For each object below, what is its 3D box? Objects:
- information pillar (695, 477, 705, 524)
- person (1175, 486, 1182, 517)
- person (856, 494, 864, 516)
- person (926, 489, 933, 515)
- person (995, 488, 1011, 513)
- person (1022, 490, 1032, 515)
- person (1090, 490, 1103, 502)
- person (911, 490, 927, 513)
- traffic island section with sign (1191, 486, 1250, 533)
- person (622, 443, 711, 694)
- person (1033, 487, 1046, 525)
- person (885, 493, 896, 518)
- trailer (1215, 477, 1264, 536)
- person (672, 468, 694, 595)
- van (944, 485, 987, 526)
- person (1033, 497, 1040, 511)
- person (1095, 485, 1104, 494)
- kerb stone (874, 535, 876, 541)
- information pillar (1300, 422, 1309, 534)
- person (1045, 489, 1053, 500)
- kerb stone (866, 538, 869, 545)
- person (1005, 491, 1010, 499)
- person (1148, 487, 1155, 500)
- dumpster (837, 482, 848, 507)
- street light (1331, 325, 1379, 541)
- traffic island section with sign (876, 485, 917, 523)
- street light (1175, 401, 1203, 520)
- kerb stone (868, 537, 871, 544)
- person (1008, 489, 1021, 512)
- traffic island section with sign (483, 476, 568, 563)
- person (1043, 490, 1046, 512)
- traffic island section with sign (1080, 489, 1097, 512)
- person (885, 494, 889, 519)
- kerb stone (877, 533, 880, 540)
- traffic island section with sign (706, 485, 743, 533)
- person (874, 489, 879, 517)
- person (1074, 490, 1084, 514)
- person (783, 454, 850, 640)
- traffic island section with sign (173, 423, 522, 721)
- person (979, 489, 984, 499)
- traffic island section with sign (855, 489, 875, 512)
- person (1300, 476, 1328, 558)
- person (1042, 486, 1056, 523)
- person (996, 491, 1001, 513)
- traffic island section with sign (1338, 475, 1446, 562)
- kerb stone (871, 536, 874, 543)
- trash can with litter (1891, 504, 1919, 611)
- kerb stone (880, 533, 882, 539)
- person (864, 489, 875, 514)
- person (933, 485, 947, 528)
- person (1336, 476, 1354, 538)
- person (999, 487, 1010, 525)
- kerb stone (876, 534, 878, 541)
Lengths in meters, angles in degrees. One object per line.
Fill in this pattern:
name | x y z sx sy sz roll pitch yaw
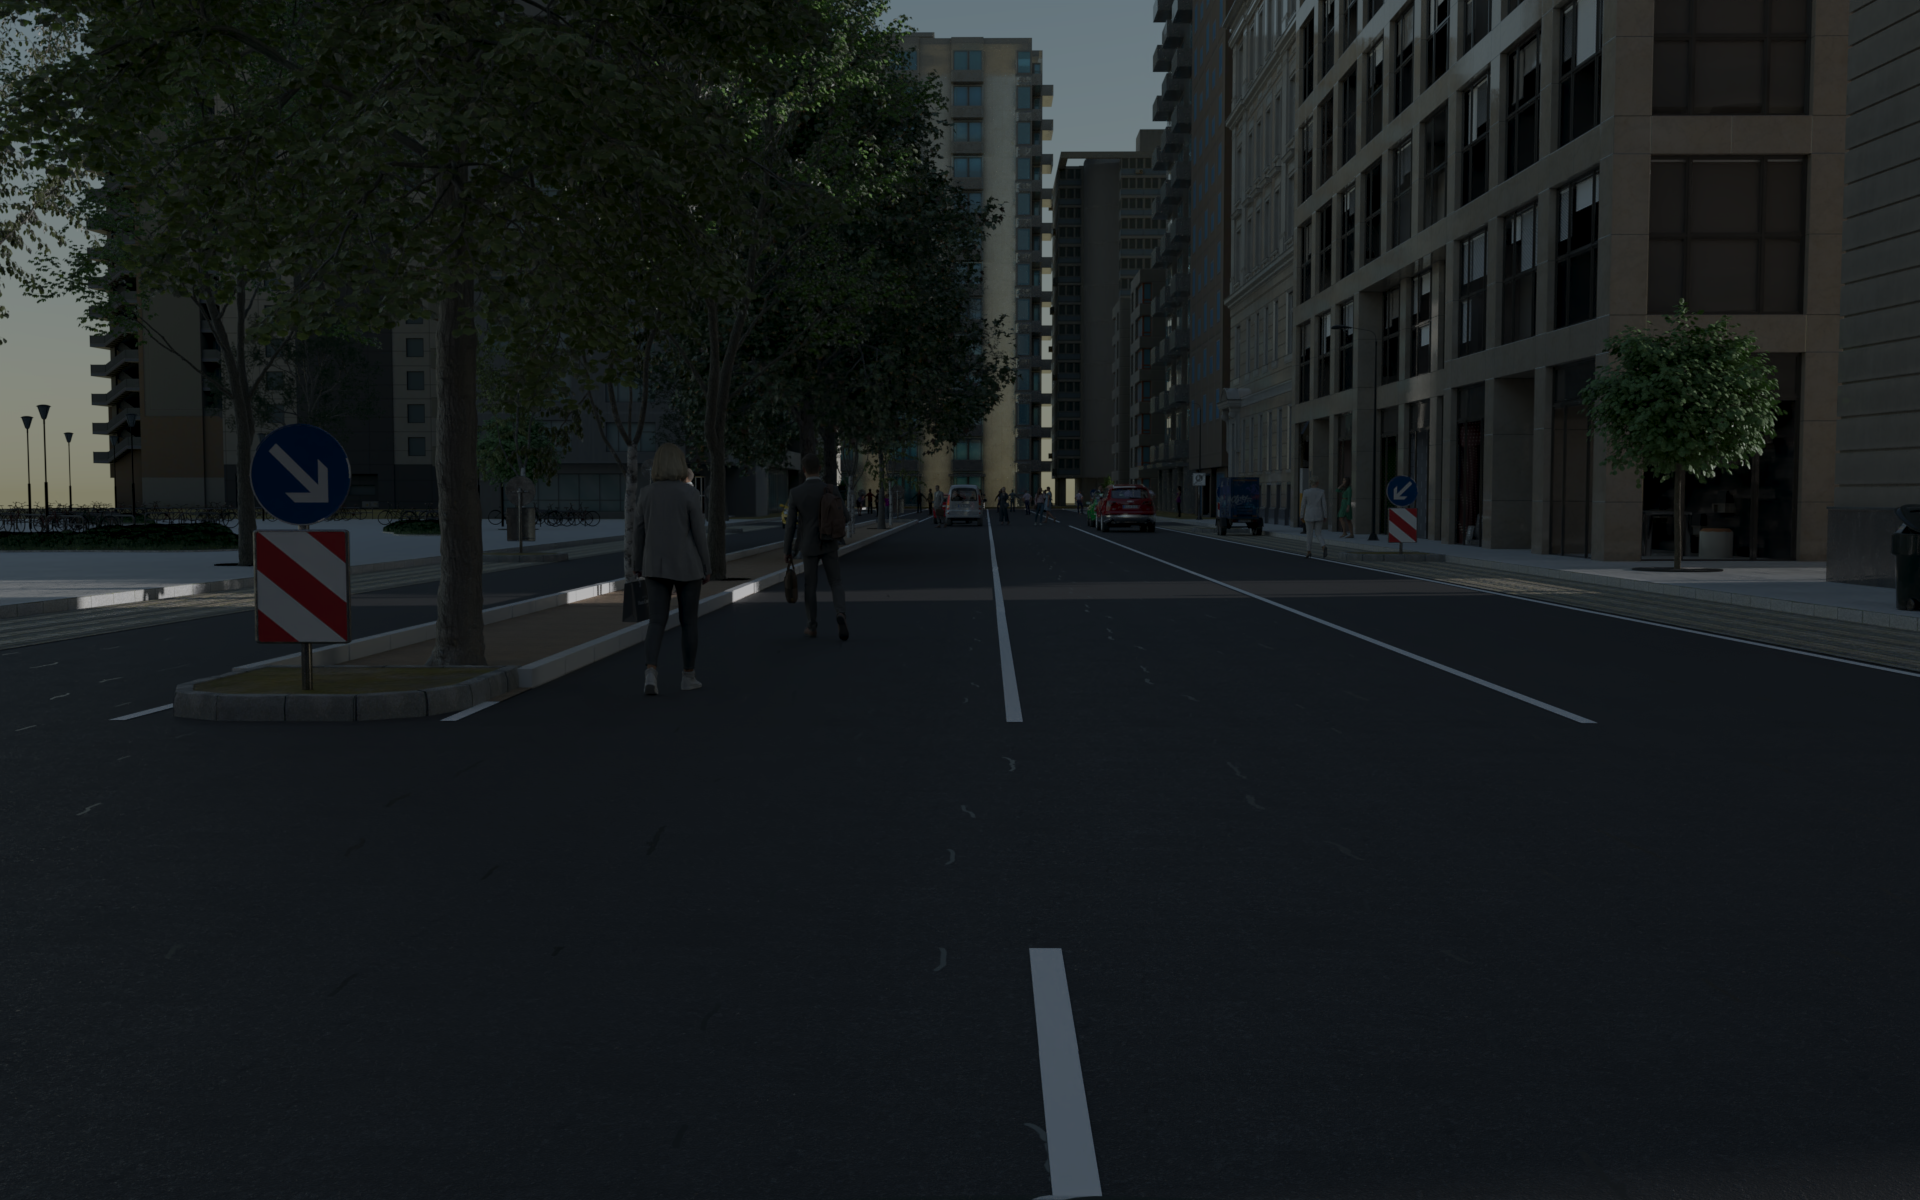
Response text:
information pillar | -10.934 -4.186 72.925 0.304 2.012 0.304 1 4 20
person | 12.046 -5.450 95.837 0.721 1.739 1.217 1 4 15
person | -6.504 -6.215 113.351 0.421 1.427 0.697 -3 4 -39
person | -2.053 -6.727 118.577 0.705 1.812 1.348 -1 4 -17
person | 2.779 -6.479 114.562 1.348 1.807 0.705 3 5 40
person | 4.540 -6.647 118.109 0.756 1.711 0.436 -1 4 -20
person | 8.177 -5.604 100.138 1.348 1.822 0.705 0 4 8
person | -3.055 -7.411 129.693 1.348 1.821 0.705 1 4 21
traffic island section with sign | 9.654 -3.410 64.384 1.989 1.847 2.006 0 4 1
person | -2.163 -0.234 12.510 0.709 1.800 0.728 1 4 12
person | 3.620 -4.303 79.440 0.593 1.750 0.643 0 4 0
person | -3.895 -5.475 98.694 1.217 1.739 0.721 3 5 43
trailer | 9.613 -3.254 60.252 1.471 1.999 3.904 0 4 1
person | -3.937 -0.973 24.585 0.473 1.802 0.592 1 4 11
van | 0.213 -4.359 78.273 2.013 2.044 4.112 0 4 1
person | 6.561 -8.367 146.087 0.721 1.735 1.217 3 5 41
person | 7.039 -4.845 87.082 0.474 1.900 0.648 1 4 23
kerb stone | -2.652 -1.772 51.170 0.120 0.150 1.000 0 4 1
information pillar | 11.106 -3.942 55.805 0.183 3.616 0.504 3 4 36
person | 6.925 -8.032 139.831 1.348 1.822 0.705 3 5 43
kerb stone | -2.693 -1.579 48.083 0.120 0.150 1.000 0 4 1
person | 4.094 -9.182 158.713 1.348 1.812 0.705 -3 5 -43
person | 12.144 -6.354 110.866 0.756 1.711 0.436 -1 4 -23
dumpster | -8.542 -6.791 115.982 1.985 2.255 1.502 0 4 1
street light | 10.880 -4.596 47.691 1.470 5.913 1.316 0 4 1
traffic island section with sign | -3.165 -4.823 86.998 2.006 1.907 1.989 0 4 1
street light | 11.391 -6.947 86.120 1.470 5.913 1.316 0 4 1
kerb stone | -2.677 -1.645 49.118 0.120 0.150 1.000 0 4 1
person | 4.185 -7.914 137.973 1.350 1.814 0.705 0 4 -1
traffic island section with sign | -9.466 -1.732 36.952 1.989 1.847 2.006 0 4 1
person | 6.808 -7.832 137.072 0.721 1.766 1.217 2 4 27
traffic island section with sign | 10.785 -8.116 141.329 1.989 1.847 2.006 0 4 1
person | -4.055 -5.219 97.046 0.599 1.433 0.991 3 5 41
kerb stone | -2.612 -1.897 53.218 0.120 0.150 1.000 0 4 1
traffic island section with sign | -9.068 -3.381 63.905 1.989 1.847 2.006 0 4 1
person | -5.270 -6.106 109.048 0.721 1.735 1.217 -1 4 -11
person | 8.762 -7.176 126.768 0.436 1.711 0.756 -3 5 -42
person | -1.411 -0.530 17.129 0.622 1.834 0.822 -1 4 -18
traffic island section with sign | -4.257 -0.228 11.867 2.006 1.907 1.989 0 4 1
person | 1.472 -7.462 130.520 0.705 1.822 1.348 -3 4 -36
traffic island section with sign | -7.944 -8.096 140.993 1.989 1.847 2.006 0 4 1
person | 7.851 -1.829 38.285 0.514 1.842 0.818 -1 4 -16
person | 4.458 -4.744 86.163 0.778 1.811 0.616 2 4 32
person | 3.061 -7.625 134.113 0.436 1.711 0.756 -1 4 -22
traffic island section with sign | 9.266 -1.762 37.431 1.989 1.847 2.006 0 4 1
kerb stone | -2.657 -1.709 50.143 0.120 0.150 1.000 0 4 1
trash can with litter | 10.655 -0.457 18.857 0.624 1.170 1.055 0 4 -6
kerb stone | -2.604 -1.960 54.240 0.120 0.150 1.000 0 4 1
person | -6.438 -7.087 124.332 1.348 1.831 0.705 1 4 23
person | -0.914 -3.990 73.857 0.709 1.813 0.853 3 5 40
person | 11.253 -2.695 50.349 0.529 1.795 0.600 -1 4 -15
person | 2.058 -4.414 81.097 0.576 1.772 0.534 2 4 25
kerb stone | -2.630 -1.825 52.196 0.120 0.150 1.000 0 4 1
